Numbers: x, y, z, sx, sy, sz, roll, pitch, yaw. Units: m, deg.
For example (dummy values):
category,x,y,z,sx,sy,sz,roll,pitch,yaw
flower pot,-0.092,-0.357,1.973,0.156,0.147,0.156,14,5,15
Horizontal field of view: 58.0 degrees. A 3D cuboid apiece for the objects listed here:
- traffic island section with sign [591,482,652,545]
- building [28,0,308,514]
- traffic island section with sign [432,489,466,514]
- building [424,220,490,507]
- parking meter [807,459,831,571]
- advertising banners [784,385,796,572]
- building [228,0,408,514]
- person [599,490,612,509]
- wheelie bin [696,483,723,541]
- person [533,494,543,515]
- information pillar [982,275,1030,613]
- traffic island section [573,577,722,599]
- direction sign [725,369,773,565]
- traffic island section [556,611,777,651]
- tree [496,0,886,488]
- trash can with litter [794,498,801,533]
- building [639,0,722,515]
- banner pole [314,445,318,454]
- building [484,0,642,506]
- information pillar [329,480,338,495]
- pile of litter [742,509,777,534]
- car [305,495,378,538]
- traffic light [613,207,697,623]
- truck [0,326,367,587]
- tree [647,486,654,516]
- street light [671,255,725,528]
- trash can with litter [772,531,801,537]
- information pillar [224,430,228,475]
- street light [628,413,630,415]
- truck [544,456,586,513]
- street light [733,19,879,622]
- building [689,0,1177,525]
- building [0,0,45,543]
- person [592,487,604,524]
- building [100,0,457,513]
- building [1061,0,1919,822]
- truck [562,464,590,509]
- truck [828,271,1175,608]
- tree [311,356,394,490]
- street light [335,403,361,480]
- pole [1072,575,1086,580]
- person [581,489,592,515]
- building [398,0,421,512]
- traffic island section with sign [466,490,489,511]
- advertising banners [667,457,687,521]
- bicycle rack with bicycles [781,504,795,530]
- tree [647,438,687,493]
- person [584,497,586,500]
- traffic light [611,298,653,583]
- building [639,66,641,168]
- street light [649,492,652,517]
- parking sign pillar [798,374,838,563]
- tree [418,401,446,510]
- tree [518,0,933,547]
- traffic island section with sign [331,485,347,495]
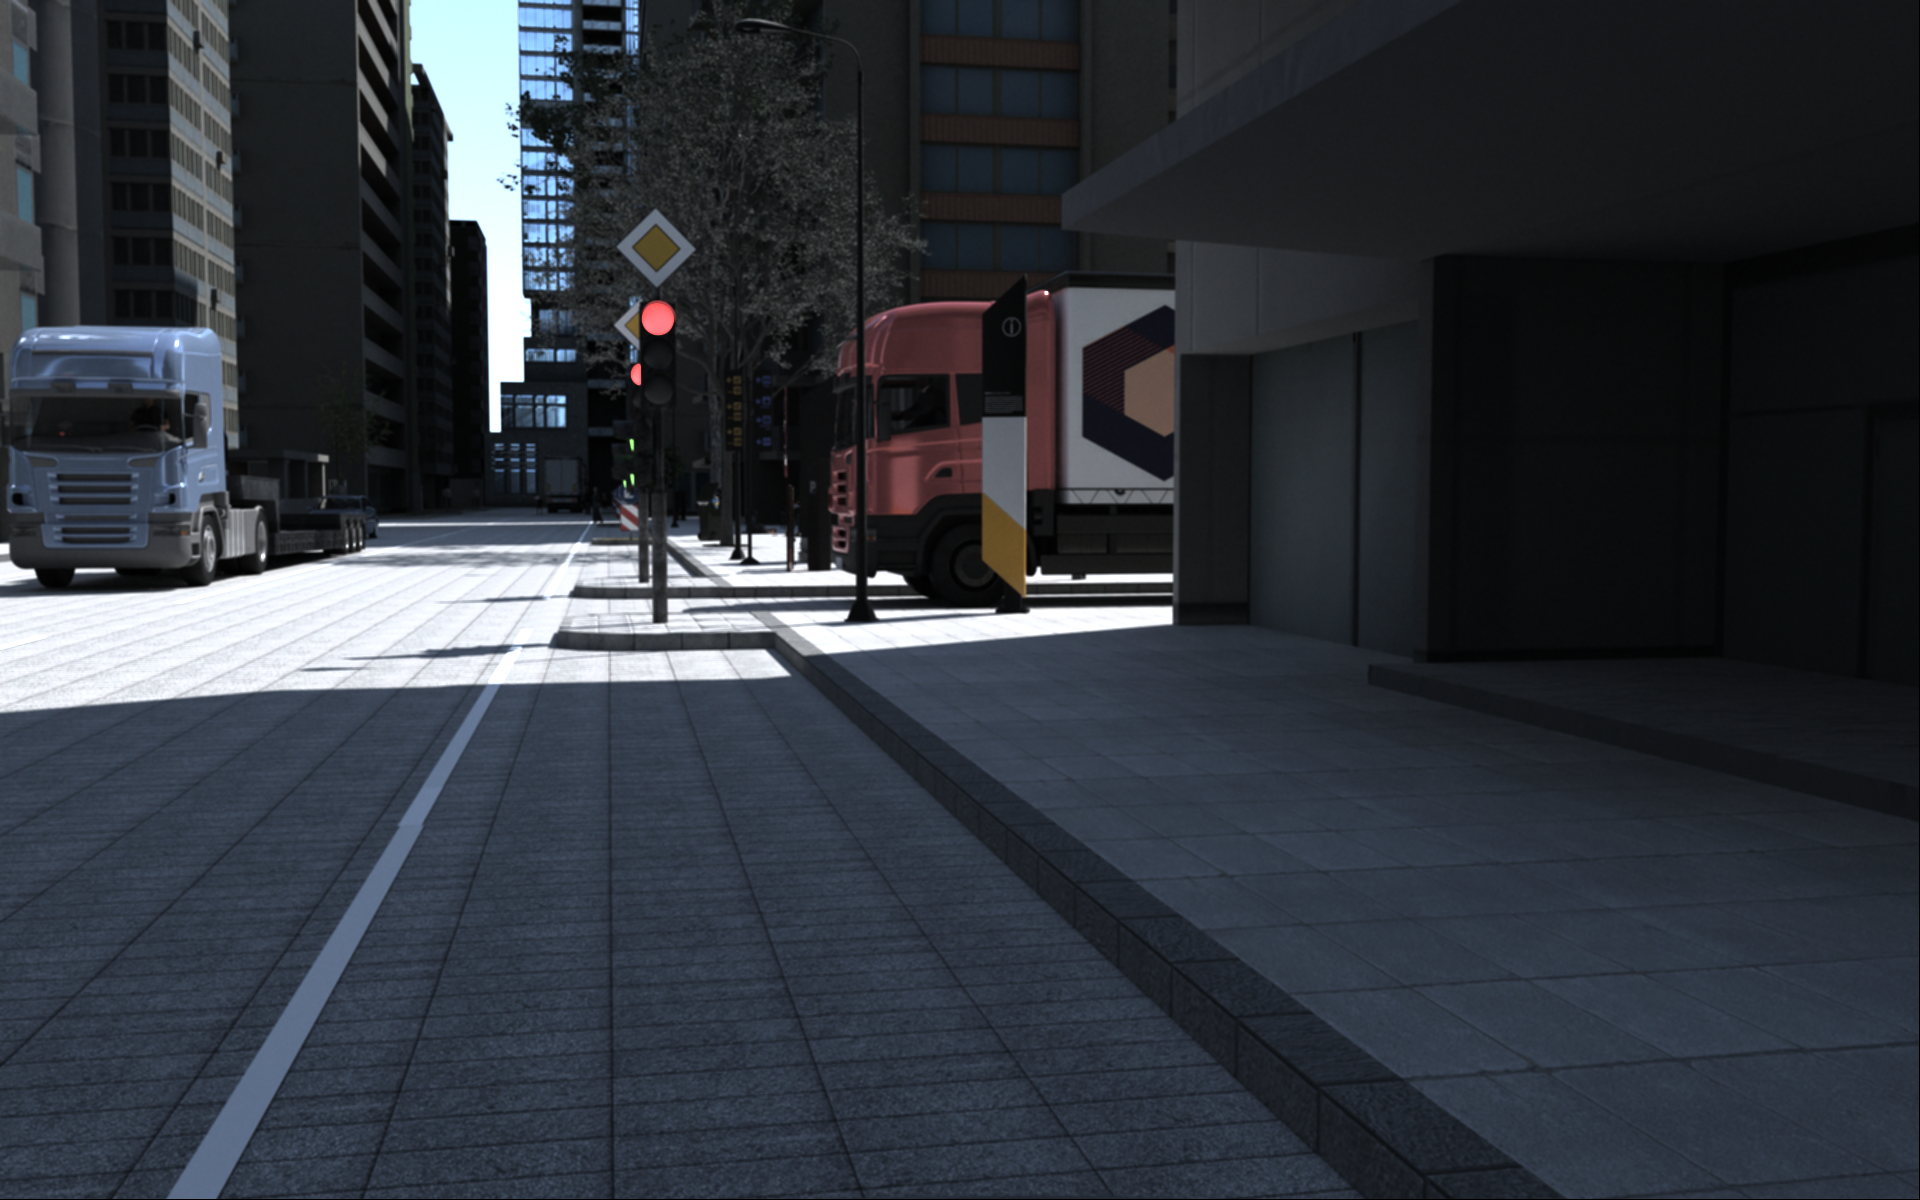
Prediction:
category,x,y,z,sx,sy,sz,roll,pitch,yaw
traffic island section with sign,-9.496,-2.492,49.374,1.989,1.847,2.006,-1,4,-11
building,-42.985,-23.004,67.993,32.217,40.220,23.993,-1,4,-11
traffic island section with sign,-36.435,-7.006,123.175,1.989,1.847,2.006,-1,4,-11
building,-57.346,-25.166,183.158,14.107,30.474,14.160,-1,4,-11
parking meter,-2.365,-1.425,29.013,0.255,1.863,0.399,-3,4,-38
advertising banners,-2.848,-1.997,28.837,0.090,3.025,2.074,0,4,-2
building,-45.882,-29.374,103.969,21.300,48.544,21.600,-1,4,-11
person,-31.996,-9.018,156.041,1.348,1.812,0.705,1,4,12
wheelie bin,-6.838,-2.439,47.779,0.693,1.594,0.980,-3,5,-42
person,-29.422,-6.665,120.661,0.799,1.438,0.628,0,4,3
information pillar,0.491,-1.669,18.648,0.504,3.616,0.183,1,4,13
traffic island section,-4.554,-0.172,25.088,2.009,0.180,2.903,-1,4,-11
direction sign,-3.838,-2.418,31.538,0.876,3.537,0.379,0,4,6
traffic island section,-2.965,0.307,17.262,2.009,0.180,2.903,-1,4,-11
tree,-8.931,-12.327,57.434,12.611,20.169,13.585,0,3,0
trash can with litter,-5.015,-2.778,56.805,0.624,1.170,1.055,2,4,23
building,-10.472,-30.145,116.568,21.300,48.544,21.600,-1,4,-11
banner pole,-32.629,-5.981,87.814,0.401,3.779,0.863,-1,4,-8
building,-36.208,-53.701,190.679,31.000,86.520,22.319,-1,4,-11
information pillar,-31.639,-5.077,87.502,0.304,2.012,0.304,1,4,22
pile of litter,-6.528,-2.589,56.291,1.176,0.858,1.719,0,4,-3
car,-19.642,-2.631,55.025,2.014,1.417,4.499,-1,4,-10
traffic light,-3.006,-1.726,17.140,0.839,4.253,0.868,-1,4,-11
truck,-14.213,-2.684,33.637,2.967,4.110,18.799,-1,4,-11
tree,-18.182,-6.552,101.730,1.663,3.219,1.824,0,3,0
street light,-4.876,-3.736,33.623,1.470,5.913,1.316,-1,4,-11
trash can with litter,-4.735,-2.535,52.510,2.233,1.210,1.678,3,5,41
information pillar,-25.370,-4.185,59.782,0.183,3.616,0.504,0,4,-6
street light,-18.198,-7.728,98.890,1.470,5.913,1.316,-1,4,-11
truck,-30.621,-8.899,134.407,2.839,4.237,11.283,-1,4,-10
street light,-1.524,-2.733,17.226,1.470,5.913,1.316,-1,4,-11
building,-1.138,-26.054,80.606,22.147,44.769,28.867,-1,4,-11
building,-33.131,-25.335,33.844,23.786,49.044,30.456,-1,4,-11
person,-17.537,-4.568,83.613,0.576,1.772,0.534,2,4,35
building,-57.452,-28.181,152.633,23.993,40.220,32.217,-1,4,-11
building,15.379,-25.470,5.666,28.713,52.752,27.495,-1,4,-11
truck,-36.727,-10.731,164.360,2.839,4.237,11.283,-1,4,-11
truck,3.266,-2.112,23.443,11.283,4.237,2.839,-1,4,-13
tree,-33.094,-8.761,93.600,4.737,8.622,4.395,0,3,0
street light,-31.339,-7.104,88.696,1.470,5.913,1.316,-1,4,-11
pole,1.786,-1.961,25.907,0.158,3.312,0.155,0,3,0
person,-26.088,-6.913,121.543,0.705,1.822,1.348,3,4,37
building,-46.624,-26.856,122.697,14.154,41.232,14.086,-1,4,-11
traffic island section with sign,-41.792,-8.622,149.595,1.989,1.847,2.006,-1,4,-11
advertising banners,-13.545,-5.298,82.808,0.090,3.025,2.074,1,4,15
bicycle rack with bicycles,-5.475,-3.061,63.434,2.852,0.926,2.925,-1,4,-8
tree,-16.759,-6.865,95.954,4.285,4.588,4.351,0,3,0
person,-33.212,-8.910,154.180,0.705,1.824,1.348,-2,4,-29
traffic light,-4.595,-2.205,24.966,0.839,4.253,0.868,-1,4,-11
building,-15.343,-36.628,140.868,21.231,58.520,28.212,-1,4,-11
street light,-11.489,-5.732,66.266,1.470,5.913,1.316,-1,4,-11
parking sign pillar,-2.373,-2.721,32.956,1.447,3.967,1.447,0,4,0
tree,-42.524,-11.347,135.888,4.360,8.622,3.978,0,3,0
tree,-5.604,-8.056,42.091,12.009,13.543,11.850,0,3,0
traffic island section with sign,-26.354,-3.969,73.521,1.989,1.847,2.006,-1,4,-11
